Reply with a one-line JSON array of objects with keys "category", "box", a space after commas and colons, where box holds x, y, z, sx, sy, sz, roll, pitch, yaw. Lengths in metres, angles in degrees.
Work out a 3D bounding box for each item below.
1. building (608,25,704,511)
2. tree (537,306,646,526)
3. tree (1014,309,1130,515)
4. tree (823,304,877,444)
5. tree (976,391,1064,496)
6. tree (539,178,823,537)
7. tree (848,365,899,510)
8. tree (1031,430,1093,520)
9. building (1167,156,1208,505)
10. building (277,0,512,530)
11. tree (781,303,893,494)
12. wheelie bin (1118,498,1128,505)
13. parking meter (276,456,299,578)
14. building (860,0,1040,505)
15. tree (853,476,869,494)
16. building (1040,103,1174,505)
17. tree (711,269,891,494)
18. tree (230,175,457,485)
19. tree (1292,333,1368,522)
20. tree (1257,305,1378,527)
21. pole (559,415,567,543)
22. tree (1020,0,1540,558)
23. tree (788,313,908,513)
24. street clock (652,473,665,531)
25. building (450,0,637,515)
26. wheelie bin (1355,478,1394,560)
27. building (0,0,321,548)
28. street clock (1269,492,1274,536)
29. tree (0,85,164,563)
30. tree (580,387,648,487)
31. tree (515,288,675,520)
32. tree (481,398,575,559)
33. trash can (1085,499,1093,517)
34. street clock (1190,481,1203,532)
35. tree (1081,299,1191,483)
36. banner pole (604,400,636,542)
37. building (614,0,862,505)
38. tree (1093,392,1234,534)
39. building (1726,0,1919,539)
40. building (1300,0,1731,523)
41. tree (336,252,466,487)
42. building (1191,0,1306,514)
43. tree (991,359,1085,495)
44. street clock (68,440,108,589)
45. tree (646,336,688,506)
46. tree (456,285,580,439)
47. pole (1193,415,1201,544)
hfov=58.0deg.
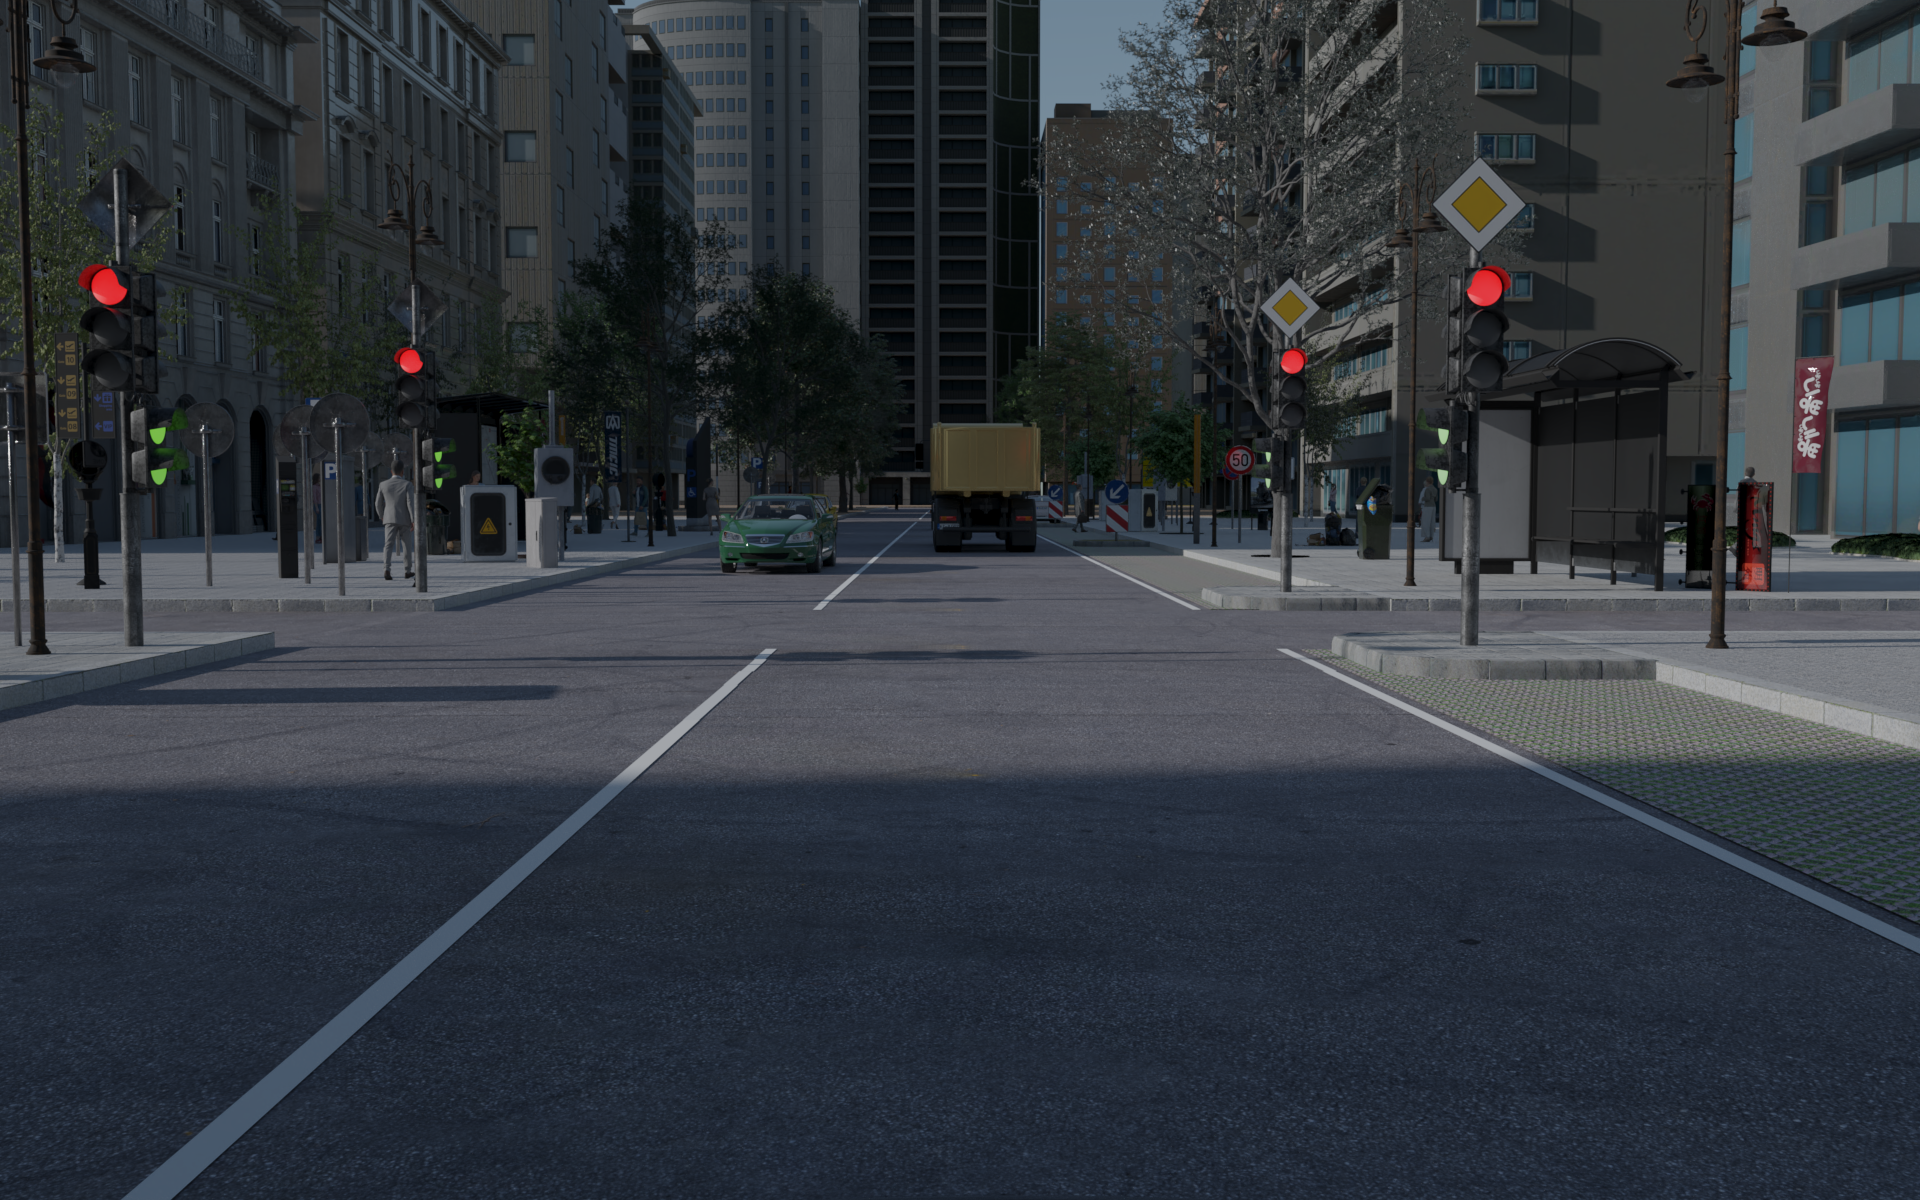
[{"category": "building", "box": [-34.448, -27.632, 143.669, 23.993, 40.220, 32.217, 0, 4, 0]}, {"category": "tree", "box": [-14.923, -7.230, 68.566, 4.360, 8.622, 3.978, 0, 3, 0]}, {"category": "tree", "box": [6.892, -11.543, 106.848, 7.486, 12.596, 7.792, 0, 3, 0]}, {"category": "tree", "box": [-7.732, -8.147, 67.619, 8.767, 10.594, 7.601, -1, 4, -17]}, {"category": "tree", "box": [5.463, -12.895, 145.252, 7.601, 10.594, 8.767, 2, 4, 29]}, {"category": "tree", "box": [-9.060, -7.195, 52.056, 7.601, 10.594, 8.767, -1, 4, -20]}, {"category": "tree", "box": [-8.625, -12.968, 137.777, 9.928, 11.665, 9.643, 0, 3, 0]}, {"category": "tree", "box": [6.631, -6.290, 86.563, 4.285, 4.588, 4.351, 0, 3, 0]}, {"category": "building", "box": [30.909, -31.681, 201.575, 14.086, 41.232, 14.154, 0, 4, 0]}, {"category": "building", "box": [-27.953, -16.840, 72.603, 12.463, 27.353, 25.104, 0, 4, 0]}, {"category": "tree", "box": [-9.196, -12.032, 107.093, 12.009, 13.543, 11.850, 0, 3, 0]}, {"category": "wheelie bin", "box": [6.051, -3.451, 64.338, 0.693, 1.594, 0.980, 0, 4, 7]}, {"category": "parking meter", "box": [-10.272, -1.268, 26.443, 0.255, 1.863, 0.399, -2, 4, -28]}, {"category": "building", "box": [-0.927, -46.824, 203.828, 20.611, 71.187, 20.563, 0, 4, 0]}, {"category": "tree", "box": [-9.425, -10.504, 166.343, 1.663, 3.219, 1.824, 0, 3, 0]}, {"category": "building", "box": [16.762, -33.751, 201.935, 14.200, 45.320, 14.600, 0, 4, 0]}, {"category": "tree", "box": [-8.326, -10.493, 88.573, 9.611, 12.733, 9.660, 0, 3, 0]}, {"category": "tree", "box": [-15.220, -5.541, 40.950, 4.737, 8.622, 4.395, 0, 3, 0]}, {"category": "tree", "box": [16.520, -7.927, 79.968, 4.737, 8.622, 4.395, 0, 3, 0]}, {"category": "tree", "box": [13.621, -7.117, 66.721, 4.360, 8.622, 3.978, 0, 3, 0]}, {"category": "pole", "box": [-10.310, -3.127, 44.965, 0.158, 3.312, 0.155, 0, 3, 0]}, {"category": "tree", "box": [6.337, -7.602, 34.664, 12.009, 13.543, 11.850, 0, 3, 0]}, {"category": "tree", "box": [-8.203, -13.056, 120.126, 9.857, 13.997, 8.962, 0, 3, 0]}, {"category": "street clock", "box": [-10.432, -3.390, 60.003, 0.358, 2.002, 0.471, 2, 4, 24]}, {"category": "building", "box": [-36.783, -31.918, 111.103, 28.713, 52.752, 27.495, 0, 4, 0]}, {"category": "wheelie bin", "box": [8.166, -1.599, 34.055, 0.693, 1.594, 0.980, 0, 4, 2]}, {"category": "building", "box": [-28.478, -12.592, 47.684, 13.314, 21.916, 24.055, 0, 4, 0]}, {"category": "street clock", "box": [9.566, -2.942, 52.664, 0.471, 2.002, 0.358, -3, 5, -41]}, {"category": "tree", "box": [-16.724, -5.019, 32.416, 4.737, 8.622, 4.395, 0, 3, 0]}, {"category": "tree", "box": [-19.112, -8.830, 94.737, 4.737, 8.622, 4.395, 0, 3, 0]}, {"category": "tree", "box": [-17.750, -9.787, 85.775, 9.928, 11.665, 9.643, 0, 3, 0]}, {"category": "tree", "box": [-8.526, -2.458, 34.787, 1.663, 3.219, 1.824, 0, 3, 0]}, {"category": "trash can", "box": [7.201, -5.208, 96.810, 0.748, 1.137, 0.748, 0, 3, 0]}, {"category": "street clock", "box": [8.071, -3.341, 59.190, 0.358, 2.002, 0.471, -2, 4, -34]}, {"category": "tree", "box": [6.419, -7.074, 66.028, 4.737, 8.622, 4.395, 0, 3, 0]}, {"category": "banner pole", "box": [-9.066, -3.431, 46.106, 0.863, 3.779, 0.401, -2, 4, -28]}, {"category": "building", "box": [-25.385, -40.491, 204.028, 28.212, 58.520, 21.231, 0, 4, 0]}, {"category": "tree", "box": [7.099, -4.402, 55.690, 4.285, 4.588, 4.351, 0, 3, 0]}, {"category": "building", "box": [38.812, -26.196, 47.913, 30.456, 49.044, 23.786, 0, 4, 0]}, {"category": "building", "box": [30.019, -28.303, 86.462, 21.300, 48.544, 21.600, 0, 4, 0]}, {"category": "tree", "box": [-17.132, -6.272, 52.910, 4.360, 8.622, 3.978, 0, 3, 0]}, {"category": "building", "box": [31.251, -29.972, 144.661, 22.147, 44.769, 28.867, 0, 4, 0]}, {"category": "tree", "box": [6.041, -12.777, 134.661, 9.928, 11.665, 9.643, 0, 3, 0]}, {"category": "street clock", "box": [-11.755, -1.152, 23.399, 0.471, 2.002, 0.358, -2, 4, -25]}, {"category": "tree", "box": [-13.671, -7.757, 77.189, 4.360, 8.622, 3.978, 0, 3, 0]}, {"category": "tree", "box": [-15.975, -6.767, 61.002, 4.737, 8.622, 4.395, 0, 3, 0]}, {"category": "pole", "box": [6.097, -3.101, 44.539, 0.158, 3.312, 0.155, 0, 3, 0]}]
